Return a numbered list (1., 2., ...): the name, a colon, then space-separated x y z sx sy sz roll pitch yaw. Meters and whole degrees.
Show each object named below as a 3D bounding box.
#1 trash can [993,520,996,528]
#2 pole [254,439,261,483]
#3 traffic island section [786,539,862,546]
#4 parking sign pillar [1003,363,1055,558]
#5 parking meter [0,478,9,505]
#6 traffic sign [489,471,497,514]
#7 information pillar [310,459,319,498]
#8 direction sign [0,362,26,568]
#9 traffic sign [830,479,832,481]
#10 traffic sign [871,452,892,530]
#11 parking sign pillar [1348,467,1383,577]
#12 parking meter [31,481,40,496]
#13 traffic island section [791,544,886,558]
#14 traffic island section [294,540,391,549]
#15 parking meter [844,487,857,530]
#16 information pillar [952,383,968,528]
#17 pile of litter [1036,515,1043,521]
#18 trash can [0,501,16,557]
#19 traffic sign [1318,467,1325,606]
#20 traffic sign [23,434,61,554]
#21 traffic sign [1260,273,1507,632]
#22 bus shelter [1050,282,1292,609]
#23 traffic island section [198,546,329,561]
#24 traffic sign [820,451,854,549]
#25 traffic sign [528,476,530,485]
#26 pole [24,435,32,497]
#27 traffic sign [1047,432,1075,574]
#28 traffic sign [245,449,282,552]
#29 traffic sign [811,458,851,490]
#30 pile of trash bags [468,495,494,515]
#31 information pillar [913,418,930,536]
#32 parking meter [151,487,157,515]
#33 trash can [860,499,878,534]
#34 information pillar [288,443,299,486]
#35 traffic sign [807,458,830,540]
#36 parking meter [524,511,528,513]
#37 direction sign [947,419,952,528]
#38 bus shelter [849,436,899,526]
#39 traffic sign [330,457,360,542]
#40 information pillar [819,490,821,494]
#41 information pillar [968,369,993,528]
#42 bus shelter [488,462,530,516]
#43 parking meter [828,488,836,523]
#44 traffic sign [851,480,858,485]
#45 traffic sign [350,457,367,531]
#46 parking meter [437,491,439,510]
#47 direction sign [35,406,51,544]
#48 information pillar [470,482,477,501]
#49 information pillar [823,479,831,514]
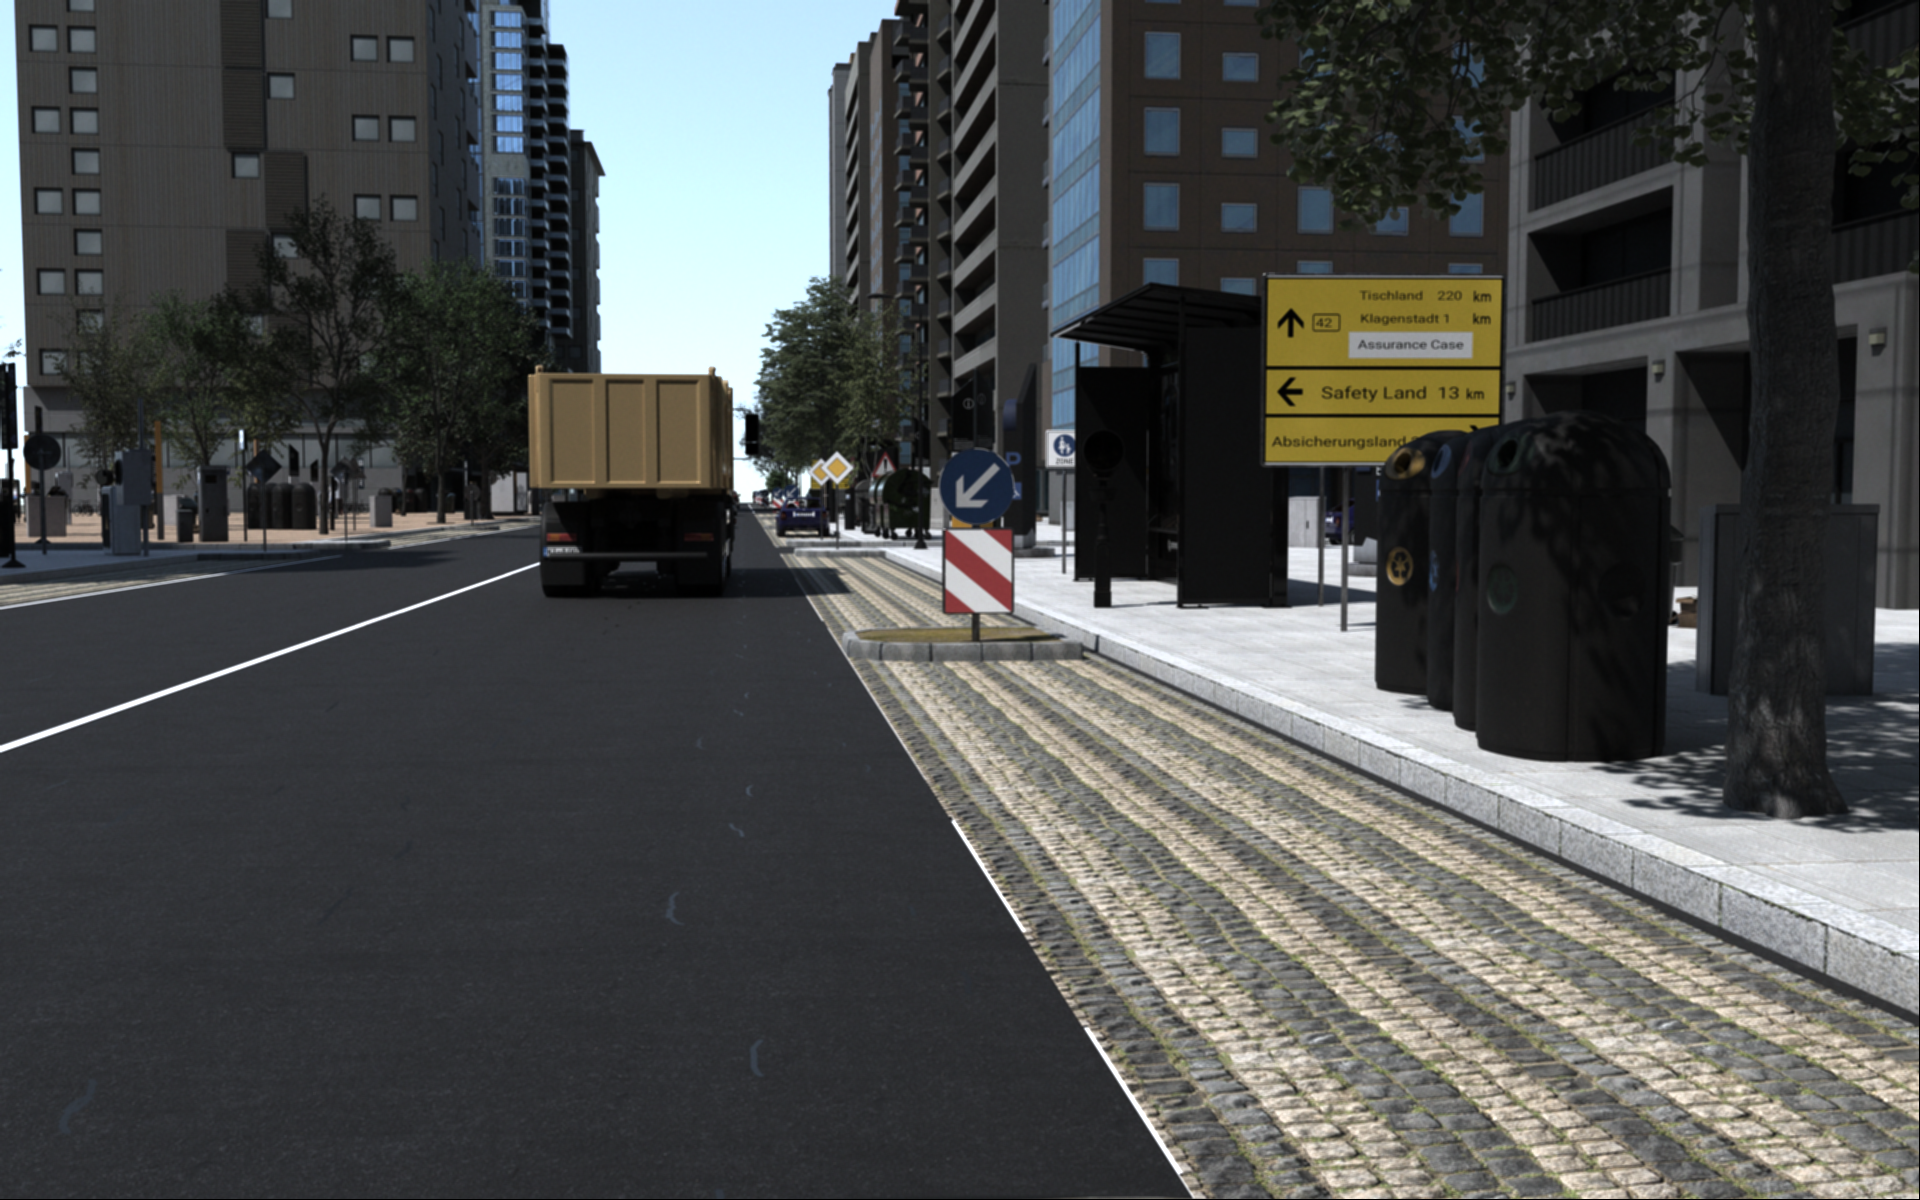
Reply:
1. trash can: 0.541 -1.768 40.554 0.748 1.137 0.748 0 3 0
2. pole: -26.212 -4.331 64.651 0.158 3.312 0.155 0 3 0
3. traffic island section: -3.822 -1.581 48.128 2.009 0.180 2.903 0 4 -7
4. parking sign pillar: 1.217 -2.857 35.184 1.447 3.967 1.447 1 4 14
5. parking meter: -35.398 -3.579 64.232 0.255 1.863 0.399 -2 4 -35
6. traffic sign: -25.910 -5.838 95.563 0.768 2.556 0.104 0 4 -6
7. information pillar: -42.804 -7.557 114.918 0.504 3.616 0.183 -3 5 -39
8. direction sign: -16.547 -2.335 30.171 0.379 3.537 0.876 -3 5 -44
9. traffic sign: -5.326 -4.563 74.708 0.768 2.556 0.104 0 4 -7
10. traffic sign: -2.281 -3.250 53.140 0.884 2.594 0.081 0 4 1
11. parking sign pillar: 6.808 -2.366 27.162 1.447 3.967 1.447 -2 4 -32
12. parking meter: -40.846 -4.333 76.548 0.399 1.863 0.255 2 4 28
13. traffic island section: -2.822 -1.096 40.205 2.009 0.180 2.903 0 4 -7
14. traffic island section: -16.514 -1.484 46.537 2.009 0.180 2.903 0 4 -7
15. parking meter: -3.956 -3.287 62.155 0.372 1.533 0.369 0 3 0
16. information pillar: 0.090 -2.629 34.331 0.504 3.616 0.183 -1 4 -9
17. pile of litter: 3.348 -4.093 80.893 1.719 0.858 1.176 -1 4 -20
18. trash can: -19.578 -1.438 35.166 0.748 1.137 0.748 0 3 0
19. traffic sign: 4.127 -1.078 19.749 0.606 2.300 0.079 0 4 -4
20. traffic sign: -19.475 -2.242 36.770 0.768 2.556 0.104 0 4 -7
21. traffic sign: 3.908 -1.358 16.069 2.265 3.308 0.079 0 4 -1
22. bus shelter: 2.565 -1.906 22.448 1.731 3.624 6.357 0 4 -7
23. traffic island section: -15.514 -0.999 38.615 2.009 0.180 2.903 0 4 -7
24. traffic sign: -2.845 -2.231 40.125 0.795 2.450 0.064 0 4 -7
25. traffic sign: -28.004 -6.939 113.565 0.768 2.556 0.104 0 4 2
26. pole: -32.108 -4.027 59.682 0.158 3.312 0.155 0 3 0
27. traffic sign: 1.674 -1.571 27.812 0.606 2.300 0.079 0 4 -5
28. traffic sign: -15.492 -2.135 38.556 0.795 2.450 0.064 0 4 -7
29. traffic sign: -7.360 -6.402 98.550 2.265 3.308 0.079 0 4 -5
30. pile of trash bags: -29.961 -6.061 108.850 1.912 1.369 3.447 -1 4 -13
31. information pillar: -1.156 -3.751 52.687 0.504 3.616 0.183 0 4 7
32. parking meter: -49.357 -6.141 106.111 0.399 1.863 0.255 1 4 22
33. trash can: -2.873 -2.702 55.825 0.748 1.137 0.748 0 3 0
34. information pillar: -30.886 -5.441 80.320 0.183 3.616 0.504 3 4 37
35. traffic sign: -3.844 -2.716 48.048 0.795 2.450 0.064 0 4 -7
36. parking meter: -28.875 -6.515 114.925 0.372 1.533 0.369 0 3 0
37. direction sign: -0.225 -3.701 52.500 0.379 3.537 0.876 1 4 20
38. bus shelter: -3.641 -5.030 73.517 1.731 3.624 6.357 0 4 -7
39. traffic sign: -16.491 -2.620 46.478 0.795 2.450 0.064 0 4 -7
40. information pillar: -9.814 -7.041 119.617 0.304 2.012 0.304 3 5 40
41. information pillar: 0.429 -2.522 32.587 0.183 3.616 0.504 3 5 42
42. bus shelter: -26.697 -6.606 101.926 2.014 3.302 5.546 0 4 -7
43. parking meter: -5.694 -4.213 77.288 0.372 1.533 0.369 0 3 0
44. traffic sign: -6.274 -6.057 99.041 0.884 2.594 0.081 0 4 -2
45. traffic sign: -21.071 -3.682 60.208 0.884 2.594 0.081 0 4 1
46. parking meter: -34.725 -6.555 115.589 0.372 1.533 0.369 0 3 0
47. direction sign: -23.826 -3.235 44.883 0.379 3.537 0.876 -1 4 -19
48. information pillar: -29.692 -6.191 105.711 0.304 2.012 0.304 -3 4 -37
49. information pillar: -6.433 -4.861 83.974 0.304 2.012 0.304 -1 4 -22
